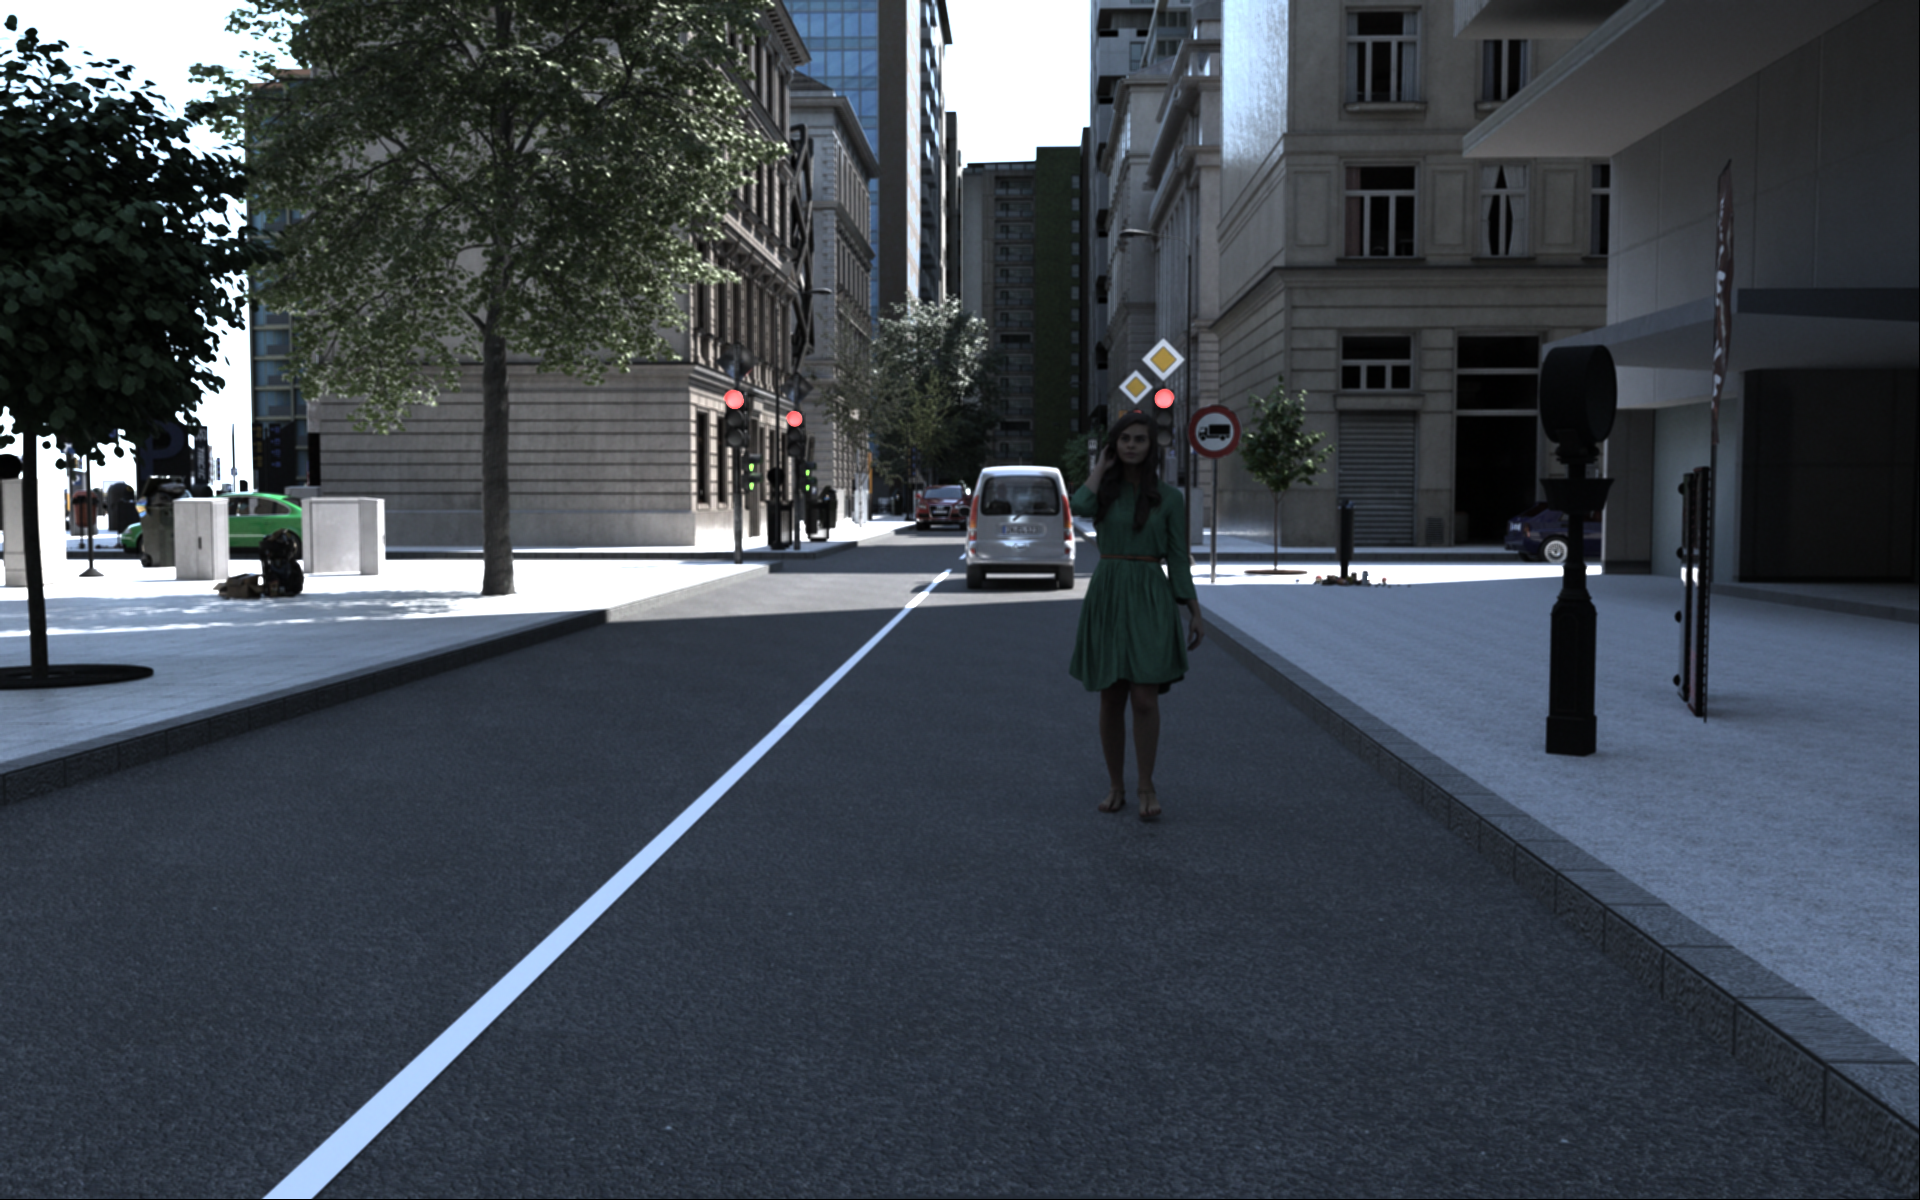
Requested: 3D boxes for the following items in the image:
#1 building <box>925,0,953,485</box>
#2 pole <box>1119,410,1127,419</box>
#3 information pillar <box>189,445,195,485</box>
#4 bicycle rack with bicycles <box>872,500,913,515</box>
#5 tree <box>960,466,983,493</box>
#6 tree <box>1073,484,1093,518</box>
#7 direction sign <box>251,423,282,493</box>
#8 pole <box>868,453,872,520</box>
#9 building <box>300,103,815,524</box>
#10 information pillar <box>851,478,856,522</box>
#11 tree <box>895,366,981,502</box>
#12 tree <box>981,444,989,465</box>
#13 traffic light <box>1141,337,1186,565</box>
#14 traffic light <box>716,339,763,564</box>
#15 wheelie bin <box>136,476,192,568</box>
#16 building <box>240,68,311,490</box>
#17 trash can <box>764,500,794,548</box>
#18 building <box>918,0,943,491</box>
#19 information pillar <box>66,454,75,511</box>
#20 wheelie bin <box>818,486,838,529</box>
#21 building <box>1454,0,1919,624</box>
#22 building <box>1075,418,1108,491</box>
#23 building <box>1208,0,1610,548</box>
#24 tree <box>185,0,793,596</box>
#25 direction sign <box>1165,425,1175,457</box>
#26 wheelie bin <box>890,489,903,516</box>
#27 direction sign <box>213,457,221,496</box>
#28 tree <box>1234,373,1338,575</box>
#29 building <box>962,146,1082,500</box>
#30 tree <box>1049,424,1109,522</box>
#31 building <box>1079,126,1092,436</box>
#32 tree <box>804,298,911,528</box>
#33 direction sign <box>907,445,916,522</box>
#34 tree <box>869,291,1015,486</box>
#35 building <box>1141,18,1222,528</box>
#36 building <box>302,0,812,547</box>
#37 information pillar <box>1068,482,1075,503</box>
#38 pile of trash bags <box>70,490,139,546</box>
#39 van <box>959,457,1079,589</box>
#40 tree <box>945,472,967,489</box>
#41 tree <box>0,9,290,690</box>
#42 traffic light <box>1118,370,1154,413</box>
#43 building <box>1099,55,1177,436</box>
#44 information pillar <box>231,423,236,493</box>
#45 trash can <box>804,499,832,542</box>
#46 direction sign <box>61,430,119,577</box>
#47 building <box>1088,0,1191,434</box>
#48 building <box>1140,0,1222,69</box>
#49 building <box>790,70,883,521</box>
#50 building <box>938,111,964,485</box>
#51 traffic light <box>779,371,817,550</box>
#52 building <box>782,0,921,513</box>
[{"bbox_3d":[-15.021,-35.800,174.571,27.495,52.752,28.713,0,4,2],"label":"building"},{"bbox_3d":[3.972,-2.962,42.265,0.158,3.312,0.155,0,3,0],"label":"pole"},{"bbox_3d":[-36.565,-5.587,82.698,0.504,3.616,0.183,1,4,13],"label":"information pillar"},{"bbox_3d":[-4.367,-5.776,107.818,2.925,0.926,2.852,-1,4,-16],"label":"bicycle rack with bicycles"},{"bbox_3d":[1.572,-12.155,182.445,4.285,4.588,4.351,0,3,0],"label":"tree"},{"bbox_3d":[6.651,-5.960,92.042,1.663,3.219,1.824,0,3,0],"label":"tree"},{"bbox_3d":[-22.136,-3.874,55.338,0.876,3.537,0.379,-2,4,-24],"label":"direction sign"},{"bbox_3d":[-4.424,-5.581,85.091,0.158,3.312,0.155,0,3,0],"label":"pole"},{"bbox_3d":[-14.434,-12.328,69.007,16.820,18.784,16.811,0,4,2],"label":"building"},{"bbox_3d":[-4.855,-4.661,80.694,0.304,2.012,0.304,2,4,24],"label":"information pillar"},{"bbox_3d":[-1.979,-9.203,100.837,4.737,8.622,4.395,0,3,0],"label":"tree"},{"bbox_3d":[1.047,-13.489,170.909,4.737,8.622,4.395,0,3,0],"label":"tree"},{"bbox_3d":[3.630,-2.586,31.205,0.839,4.253,0.868,0,4,2],"label":"traffic light"},{"bbox_3d":[-4.026,-2.604,31.494,0.839,4.253,0.868,0,4,2],"label":"traffic light"},{"bbox_3d":[-13.923,-1.377,30.424,0.693,1.594,0.980,2,4,30],"label":"wheelie bin"},{"bbox_3d":[-57.186,-32.073,179.019,28.867,44.769,22.147,0,4,2],"label":"building"},{"bbox_3d":[-4.292,-1.810,41.249,0.748,1.137,0.748,0,3,0],"label":"trash can"},{"bbox_3d":[-13.352,-32.069,143.943,23.786,49.044,30.456,0,4,2],"label":"building"},{"bbox_3d":[-41.740,-5.504,81.349,0.183,3.616,0.504,1,4,15],"label":"information pillar"},{"bbox_3d":[-4.923,-3.468,64.607,0.693,1.594,0.980,-1,4,-20],"label":"wheelie bin"},{"bbox_3d":[20.885,-25.954,13.590,28.713,52.752,27.495,0,4,2],"label":"building"},{"bbox_3d":[21.964,-45.127,176.074,20.563,71.187,20.611,0,4,2],"label":"building"},{"bbox_3d":[22.244,-13.114,47.690,30.059,22.955,16.112,0,4,2],"label":"building"},{"bbox_3d":[-5.485,-6.329,21.605,7.486,12.596,7.792,0,3,0],"label":"tree"},{"bbox_3d":[6.748,-3.932,56.292,0.379,3.537,0.876,3,4,36],"label":"direction sign"},{"bbox_3d":[-3.740,-5.827,103.175,0.693,1.594,0.980,-2,4,-23],"label":"wheelie bin"},{"bbox_3d":[-45.212,-6.925,105.217,0.379,3.537,0.876,1,4,22],"label":"direction sign"},{"bbox_3d":[5.212,-2.029,27.771,1.663,3.219,1.824,0,3,0],"label":"tree"},{"bbox_3d":[7.253,-31.979,206.456,14.086,41.232,14.154,0,4,2],"label":"building"},{"bbox_3d":[6.452,-6.150,84.263,4.285,4.588,4.351,0,3,0],"label":"tree"},{"bbox_3d":[21.401,-34.011,206.190,14.200,45.320,14.600,0,4,2],"label":"building"},{"bbox_3d":[-3.710,-6.975,64.403,4.360,8.622,3.978,0,3,0],"label":"tree"},{"bbox_3d":[-2.257,-5.434,80.835,0.379,3.537,0.876,-2,4,-26],"label":"direction sign"},{"bbox_3d":[-1.632,-12.402,109.435,9.857,13.997,8.962,0,3,0],"label":"tree"},{"bbox_3d":[15.353,-14.341,76.271,13.314,21.916,24.055,0,4,2],"label":"building"},{"bbox_3d":[-10.783,-11.388,50.822,10.561,19.102,19.286,0,4,2],"label":"building"},{"bbox_3d":[6.902,-6.279,107.160,0.304,2.012,0.304,3,4,36],"label":"information pillar"},{"bbox_3d":[-20.438,-2.055,43.348,3.447,1.369,1.912,0,4,-5],"label":"pile of trash bags"},{"bbox_3d":[0.965,-1.261,27.630,2.013,2.044,4.112,0,4,2],"label":"van"},{"bbox_3d":[-0.415,-9.195,144.943,1.663,3.219,1.824,0,3,0],"label":"tree"},{"bbox_3d":[-6.347,-1.728,11.971,4.285,4.588,4.351,0,3,0],"label":"tree"},{"bbox_3d":[3.949,-3.074,39.184,0.839,4.253,0.868,0,4,2],"label":"traffic light"},{"bbox_3d":[14.805,-18.571,100.900,12.463,27.353,25.104,0,4,2],"label":"building"},{"bbox_3d":[-23.738,-3.993,56.645,0.183,3.616,0.504,-1,4,-20],"label":"information pillar"},{"bbox_3d":[-3.821,-2.145,46.724,0.748,1.137,0.748,0,3,0],"label":"trash can"},{"bbox_3d":[-13.445,-2.123,26.705,0.876,3.537,0.379,-1,4,-21],"label":"direction sign"},{"bbox_3d":[25.212,-34.449,152.480,28.713,52.752,27.495,0,4,2],"label":"building"},{"bbox_3d":[26.270,-26.619,127.105,32.217,40.220,23.993,0,4,2],"label":"building"},{"bbox_3d":[-10.475,-16.133,92.651,11.050,23.489,19.941,0,4,2],"label":"building"},{"bbox_3d":[-10.443,-35.875,210.263,21.600,48.544,21.300,0,4,2],"label":"building"},{"bbox_3d":[-3.707,-3.092,39.473,0.839,4.253,0.868,0,4,2],"label":"traffic light"},{"bbox_3d":[-10.110,-28.830,121.484,14.600,45.320,14.200,0,4,2],"label":"building"}]
